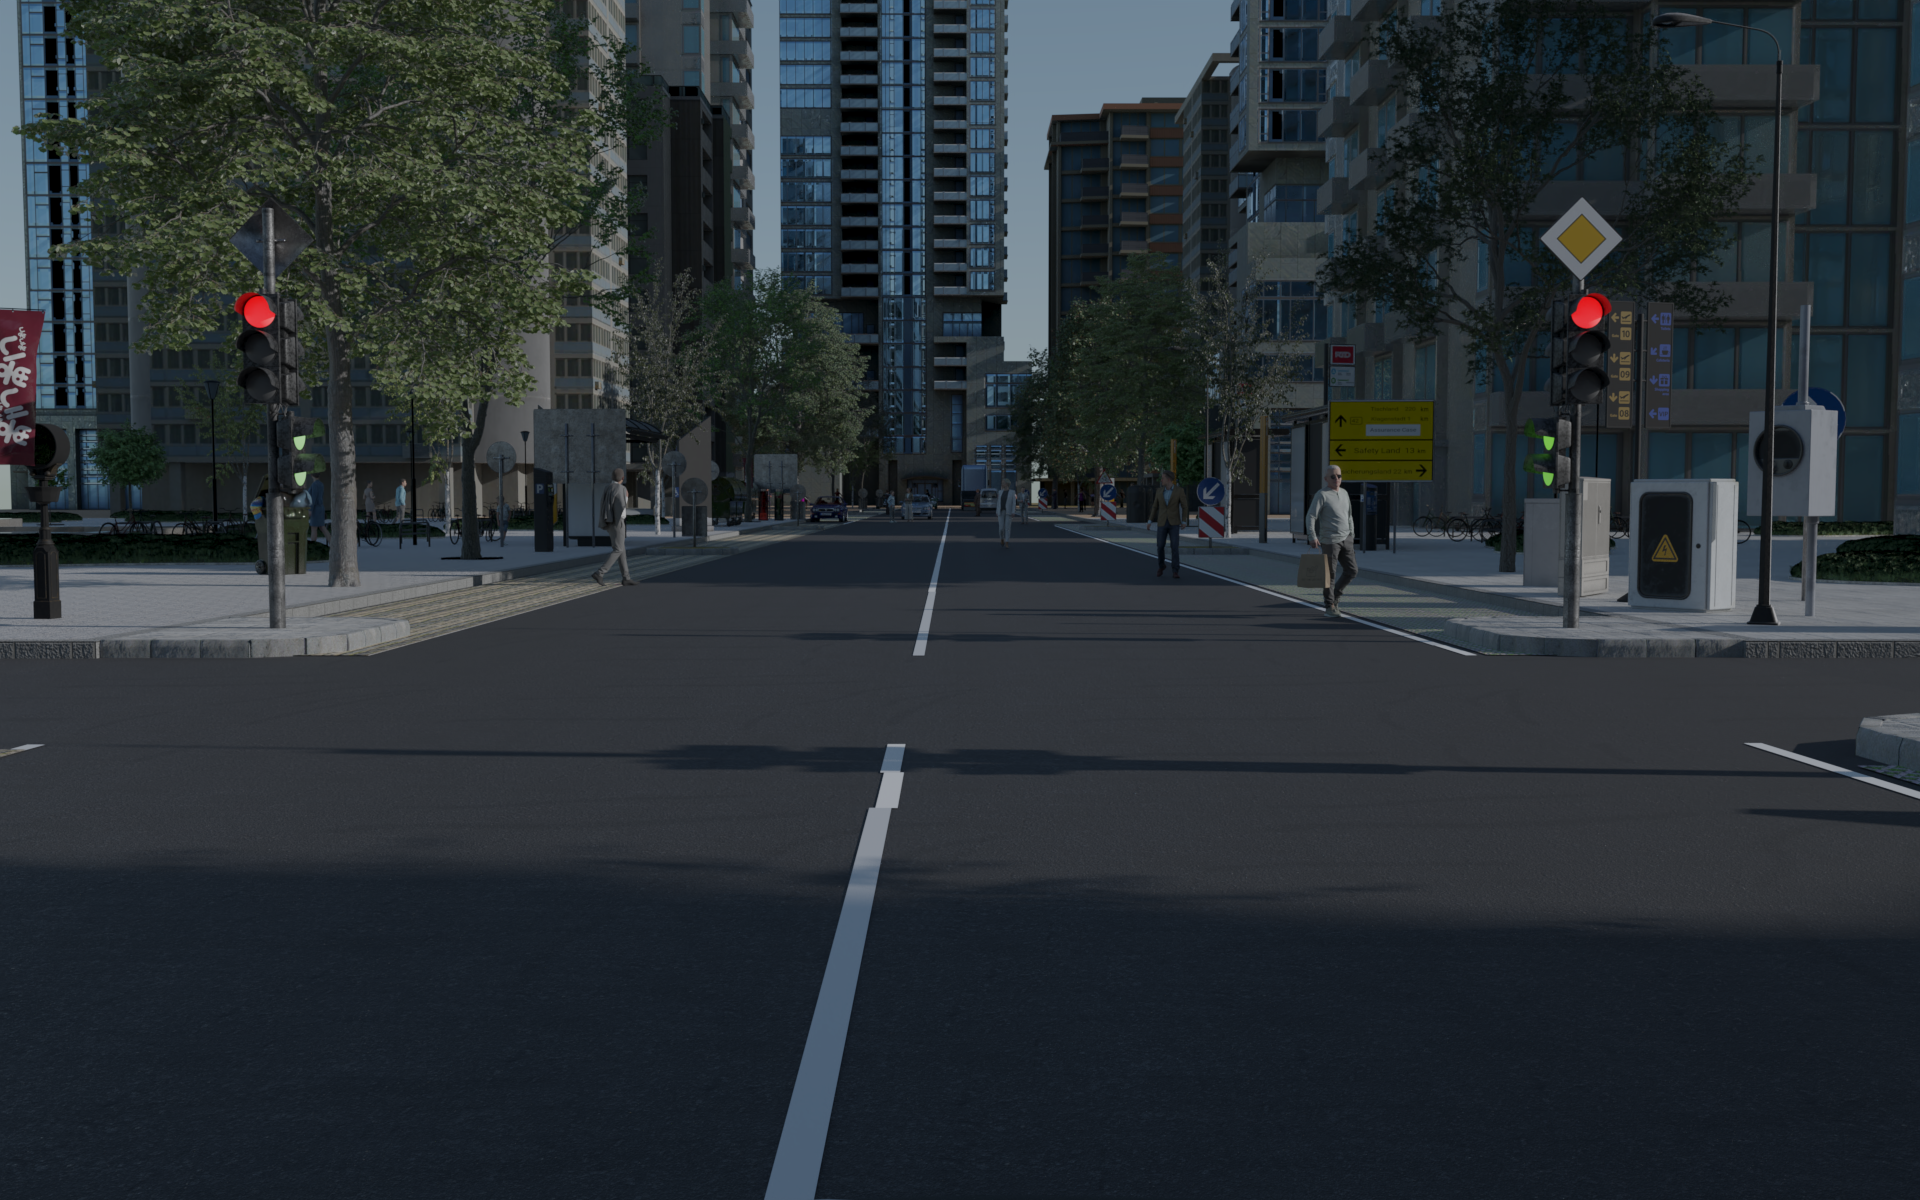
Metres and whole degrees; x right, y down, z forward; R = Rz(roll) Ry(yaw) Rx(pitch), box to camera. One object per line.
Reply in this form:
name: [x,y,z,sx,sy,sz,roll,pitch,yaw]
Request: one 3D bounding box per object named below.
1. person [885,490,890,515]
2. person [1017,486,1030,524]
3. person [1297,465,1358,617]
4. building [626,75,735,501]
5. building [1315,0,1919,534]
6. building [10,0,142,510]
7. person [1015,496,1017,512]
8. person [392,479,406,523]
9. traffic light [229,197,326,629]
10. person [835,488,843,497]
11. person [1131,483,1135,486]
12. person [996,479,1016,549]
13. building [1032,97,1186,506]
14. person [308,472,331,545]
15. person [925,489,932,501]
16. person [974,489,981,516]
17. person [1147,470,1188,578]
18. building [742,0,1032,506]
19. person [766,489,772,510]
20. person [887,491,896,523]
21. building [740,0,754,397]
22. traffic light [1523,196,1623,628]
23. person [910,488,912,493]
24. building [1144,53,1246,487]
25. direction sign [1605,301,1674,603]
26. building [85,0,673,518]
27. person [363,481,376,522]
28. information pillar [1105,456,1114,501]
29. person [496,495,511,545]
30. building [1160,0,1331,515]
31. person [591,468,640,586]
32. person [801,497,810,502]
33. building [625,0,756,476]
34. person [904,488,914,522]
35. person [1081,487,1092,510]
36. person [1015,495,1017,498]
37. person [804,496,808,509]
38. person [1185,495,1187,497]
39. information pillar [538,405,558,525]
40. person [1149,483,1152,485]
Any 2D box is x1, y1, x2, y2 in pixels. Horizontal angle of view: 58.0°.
person: [-4.914,-6.834,121.035,0.742,1.727,0.445,2,4,30]
person: [3.021,-4.515,82.525,0.606,1.804,0.583,0,4,-1]
person: [4.264,-0.685,20.183,0.782,1.767,0.515,-2,4,-33]
building: [-24.002,-21.490,123.069,14.160,30.474,14.107,0,4,0]
building: [27.416,-27.582,70.572,23.786,49.044,30.456,0,4,0]
building: [-63.911,-50.981,146.202,31.000,86.520,22.319,0,4,0]
person: [4.279,-7.655,136.840,0.628,1.438,0.799,-3,5,-42]
person: [-19.797,-3.366,61.093,0.620,1.820,0.660,-3,4,-39]
traffic light: [-6.512,-1.684,16.458,0.839,4.253,0.868,0,4,0]
person: [-11.860,-9.863,167.270,1.348,1.831,0.705,2,4,25]
person: [8.433,-4.774,84.126,0.581,1.822,0.654,3,5,43]
person: [1.212,-2.283,45.706,0.514,1.842,0.818,0,4,1]
building: [22.531,-33.000,194.173,28.867,44.769,22.147,0,4,0]
person: [-13.515,-1.862,36.507,0.654,1.822,0.581,1,4,18]
person: [-2.539,-7.606,132.864,0.705,1.822,1.348,2,4,35]
person: [1.082,-6.246,111.177,0.434,1.755,0.990,1,4,21]
person: [3.554,-1.305,29.756,0.656,1.842,0.836,-1,4,-9]
building: [-7.823,-53.831,192.811,31.000,86.520,22.319,0,4,0]
person: [-15.514,-8.191,140.413,0.568,1.767,0.683,3,5,40]
person: [-3.419,-4.694,87.059,0.330,1.601,0.589,3,4,37]
building: [-37.426,-39.800,192.722,28.212,58.520,21.231,0,4,0]
traffic light: [5.849,-1.688,16.521,0.839,4.253,0.868,0,4,0]
person: [-3.575,-7.033,123.121,0.705,1.869,1.348,0,4,-3]
building: [31.993,-27.870,147.562,32.217,40.220,23.993,0,4,0]
direction sign: [8.017,-1.743,20.497,0.876,3.537,0.379,-1,4,-15]
building: [-33.196,-25.150,103.091,32.217,40.220,23.993,0,4,0]
person: [-21.824,-3.537,64.217,0.599,1.781,0.374,3,4,36]
information pillar: [7.736,-6.020,89.778,0.504,3.616,0.183,-1,4,-12]
person: [-11.450,-2.002,43.461,0.332,1.250,0.352,2,4,26]
building: [26.962,-49.276,118.342,22.319,86.520,31.000,0,4,0]
person: [-5.341,-1.120,26.911,0.850,1.850,0.679,-3,4,-36]
person: [-9.609,-5.908,105.864,0.991,1.433,0.599,-3,4,-39]
building: [-33.183,-32.270,147.219,30.456,49.044,23.786,0,4,0]
person: [-2.647,-4.880,88.840,0.519,1.759,0.362,2,4,28]
person: [9.747,-7.986,136.759,1.348,1.807,0.705,0,4,-5]
person: [5.240,-9.747,168.793,0.756,1.711,0.436,-1,4,-22]
person: [-12.948,-8.166,142.745,0.799,1.438,0.628,-1,4,-12]
person: [14.881,-6.788,117.031,0.705,1.824,1.348,-3,5,-43]
information pillar: [-10.840,-3.312,45.502,0.504,3.616,0.183,0,4,5]
person: [9.386,-4.846,85.375,0.616,1.811,0.778,1,4,21]
